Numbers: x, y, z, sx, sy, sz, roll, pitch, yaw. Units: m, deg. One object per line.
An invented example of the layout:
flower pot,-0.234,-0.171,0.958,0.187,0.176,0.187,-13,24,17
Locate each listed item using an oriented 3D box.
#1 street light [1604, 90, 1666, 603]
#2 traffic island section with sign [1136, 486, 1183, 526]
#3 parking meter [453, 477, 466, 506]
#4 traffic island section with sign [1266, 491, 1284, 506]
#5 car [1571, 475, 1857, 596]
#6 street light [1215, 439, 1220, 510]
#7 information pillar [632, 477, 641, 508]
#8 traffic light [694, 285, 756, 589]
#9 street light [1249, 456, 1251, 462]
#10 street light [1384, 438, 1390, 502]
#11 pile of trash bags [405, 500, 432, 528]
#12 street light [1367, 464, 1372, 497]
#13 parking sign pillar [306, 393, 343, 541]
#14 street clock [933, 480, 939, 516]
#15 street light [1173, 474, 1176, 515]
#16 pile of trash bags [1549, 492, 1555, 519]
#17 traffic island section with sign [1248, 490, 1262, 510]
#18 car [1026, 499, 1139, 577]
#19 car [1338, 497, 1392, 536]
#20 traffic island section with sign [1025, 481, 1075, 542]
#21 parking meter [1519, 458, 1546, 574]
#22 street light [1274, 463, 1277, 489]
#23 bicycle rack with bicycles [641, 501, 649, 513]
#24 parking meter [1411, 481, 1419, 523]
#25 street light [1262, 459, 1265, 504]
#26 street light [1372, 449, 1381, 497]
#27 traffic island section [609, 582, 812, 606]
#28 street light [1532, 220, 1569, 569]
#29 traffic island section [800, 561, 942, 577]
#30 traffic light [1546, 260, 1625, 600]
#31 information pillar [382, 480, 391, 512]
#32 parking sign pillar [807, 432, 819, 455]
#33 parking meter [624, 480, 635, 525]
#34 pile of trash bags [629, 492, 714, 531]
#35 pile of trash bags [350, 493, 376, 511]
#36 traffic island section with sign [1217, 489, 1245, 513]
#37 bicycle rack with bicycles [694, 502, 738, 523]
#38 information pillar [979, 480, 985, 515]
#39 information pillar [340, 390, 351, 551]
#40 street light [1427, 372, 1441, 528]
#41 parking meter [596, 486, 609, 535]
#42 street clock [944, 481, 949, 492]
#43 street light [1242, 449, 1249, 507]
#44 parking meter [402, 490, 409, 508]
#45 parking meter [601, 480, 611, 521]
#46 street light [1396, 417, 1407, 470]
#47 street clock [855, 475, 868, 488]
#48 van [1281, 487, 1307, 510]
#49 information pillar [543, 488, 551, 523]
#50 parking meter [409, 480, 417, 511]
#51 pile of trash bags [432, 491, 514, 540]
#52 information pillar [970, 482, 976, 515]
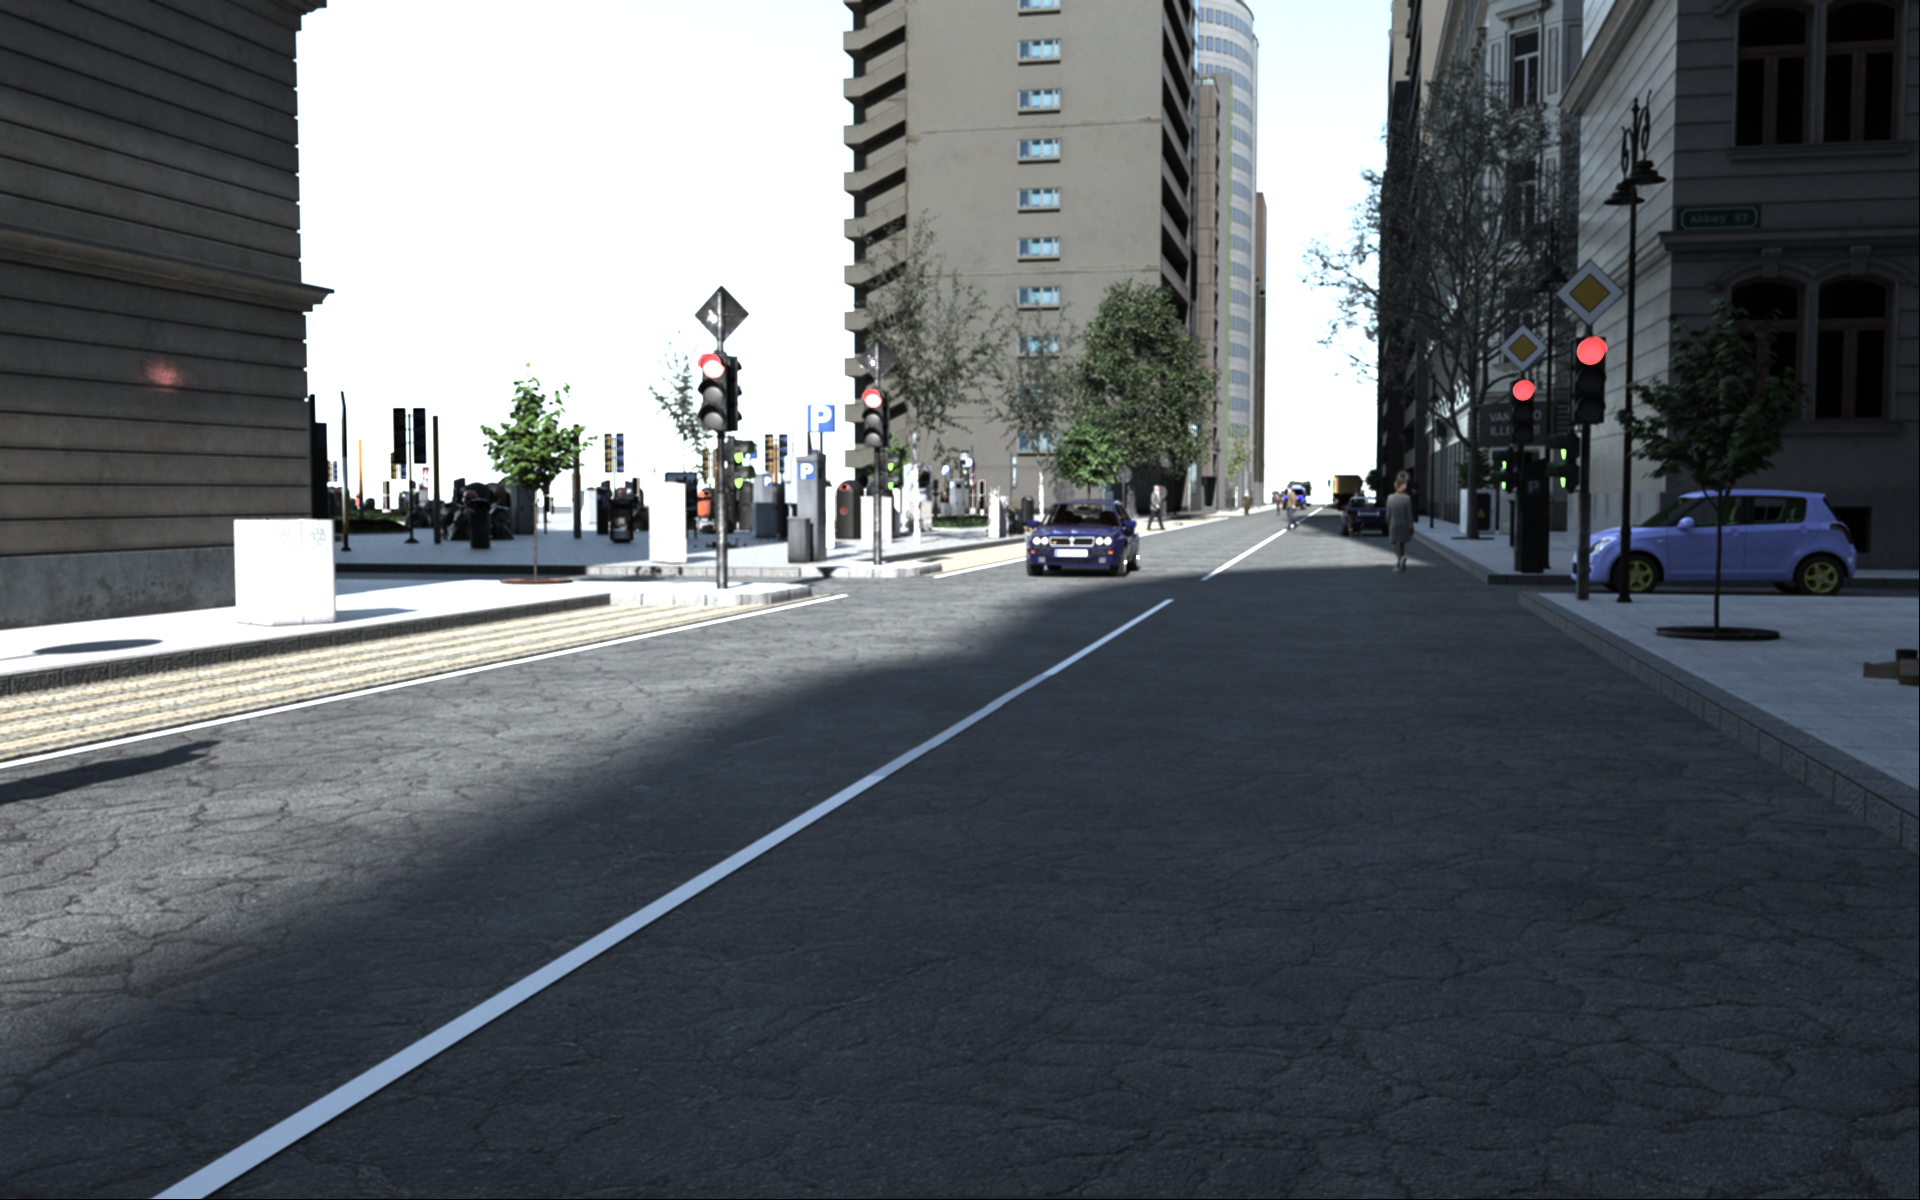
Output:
street light,7.880,-2.910,20.368,0.468,5.910,1.993,1,4,12
traffic island section with sign,9.172,-4.321,79.279,1.989,1.847,2.006,1,4,12
parking meter,-17.491,-3.354,60.542,0.255,1.863,0.399,3,4,37
traffic island section with sign,38.049,-12.270,209.233,1.989,1.847,2.006,1,4,12
car,10.679,-0.923,24.682,3.694,1.707,1.945,1,4,12
street light,21.216,-10.384,142.569,0.468,5.910,1.993,1,4,12
information pillar,-13.746,-4.222,73.520,0.304,2.012,0.304,0,4,7
traffic light,-3.202,-2.104,23.314,0.839,4.253,0.868,1,4,12
street light,31.288,-13.144,187.691,0.468,5.910,1.993,1,4,12
street light,34.500,-10.233,140.094,0.468,5.910,1.993,1,4,12
pile of trash bags,-19.704,-3.480,66.650,1.912,1.369,3.447,1,4,20
street light,60.599,-17.397,257.225,0.468,5.910,1.993,1,4,12
parking sign pillar,-17.600,-3.587,47.114,1.447,3.967,1.447,-2,4,-35
street clock,-1.216,-5.004,86.393,0.358,2.002,0.471,0,4,2
street light,13.227,-8.180,106.525,0.468,5.910,1.993,1,4,12
pile of trash bags,17.911,-2.430,49.478,1.912,1.369,3.447,-3,5,-42
traffic island section with sign,26.051,-8.968,155.256,1.989,1.847,2.006,1,4,12
car,2.256,-1.148,31.346,1.945,1.354,3.894,1,4,11
car,14.175,-2.924,60.392,1.945,1.354,3.894,1,4,11
traffic island section with sign,3.097,-2.649,51.946,1.989,1.847,2.006,1,4,12
parking meter,9.265,-1.367,28.066,0.399,1.863,0.255,1,4,16
street light,47.295,-17.554,259.792,0.468,5.910,1.993,1,4,12
bicycle rack with bicycles,-16.036,-4.649,89.386,2.852,0.926,2.925,-1,4,-18
parking meter,20.532,-4.434,78.203,0.255,1.863,0.399,2,4,34
street light,39.227,-15.350,223.765,0.468,5.910,1.993,1,4,12
street light,44.517,-12.973,184.900,0.468,5.910,1.993,1,4,12
traffic island section,-3.239,-0.072,23.457,2.009,0.180,2.903,1,4,12
street light,10.051,-3.473,29.564,0.468,5.910,1.993,1,4,12
traffic island section,-1.507,-0.549,31.253,2.009,0.180,2.903,1,4,12
traffic light,7.551,-1.959,20.950,0.839,4.253,0.868,1,4,12
information pillar,-30.531,-5.363,92.176,0.304,2.012,0.304,2,4,35
parking sign pillar,-6.352,-5.288,74.930,1.447,3.967,1.447,0,4,0
parking meter,-13.749,-4.061,72.115,0.399,1.863,0.255,0,4,-4
pile of trash bags,-10.123,-3.175,61.659,1.912,1.369,3.447,2,4,35
pile of trash bags,-39.369,-6.357,113.689,1.912,1.369,3.447,-1,4,-17
traffic island section with sign,20.195,-7.354,128.861,1.989,1.847,2.006,1,4,12
bicycle rack with bicycles,-11.313,-3.973,78.335,2.925,0.926,2.852,3,5,40
information pillar,1.189,-5.412,92.975,0.304,2.012,0.304,0,4,5
information pillar,-13.870,-2.917,39.044,0.183,3.616,0.504,-2,4,-26
street light,17.926,-5.679,65.634,0.468,5.910,1.993,1,4,12
parking meter,-11.365,-2.854,55.069,0.372,1.533,0.369,0,3,0
street clock,-0.691,-5.775,98.999,0.358,2.002,0.471,-2,4,-31
street light,29.190,-12.589,178.616,0.468,5.910,1.993,1,4,12
parking meter,-33.876,-5.959,105.845,0.372,1.533,0.369,0,3,0
parking meter,-14.637,-4.027,71.552,0.399,1.863,0.255,3,4,37
street light,26.458,-8.029,104.061,0.468,5.910,1.993,1,4,12
street clock,-3.676,-3.677,64.691,0.471,2.002,0.358,-3,5,-44
van,30.956,-9.530,160.203,2.240,2.365,5.245,1,4,14
information pillar,-18.632,-4.504,78.133,0.304,2.012,0.304,-1,4,-17
parking meter,-23.062,-4.116,73.004,0.255,1.863,0.399,-2,4,-28
pile of trash bags,-13.925,-2.441,49.660,1.912,1.369,3.447,-1,4,-21
information pillar,0.754,-5.999,102.576,0.304,2.012,0.304,2,4,33
